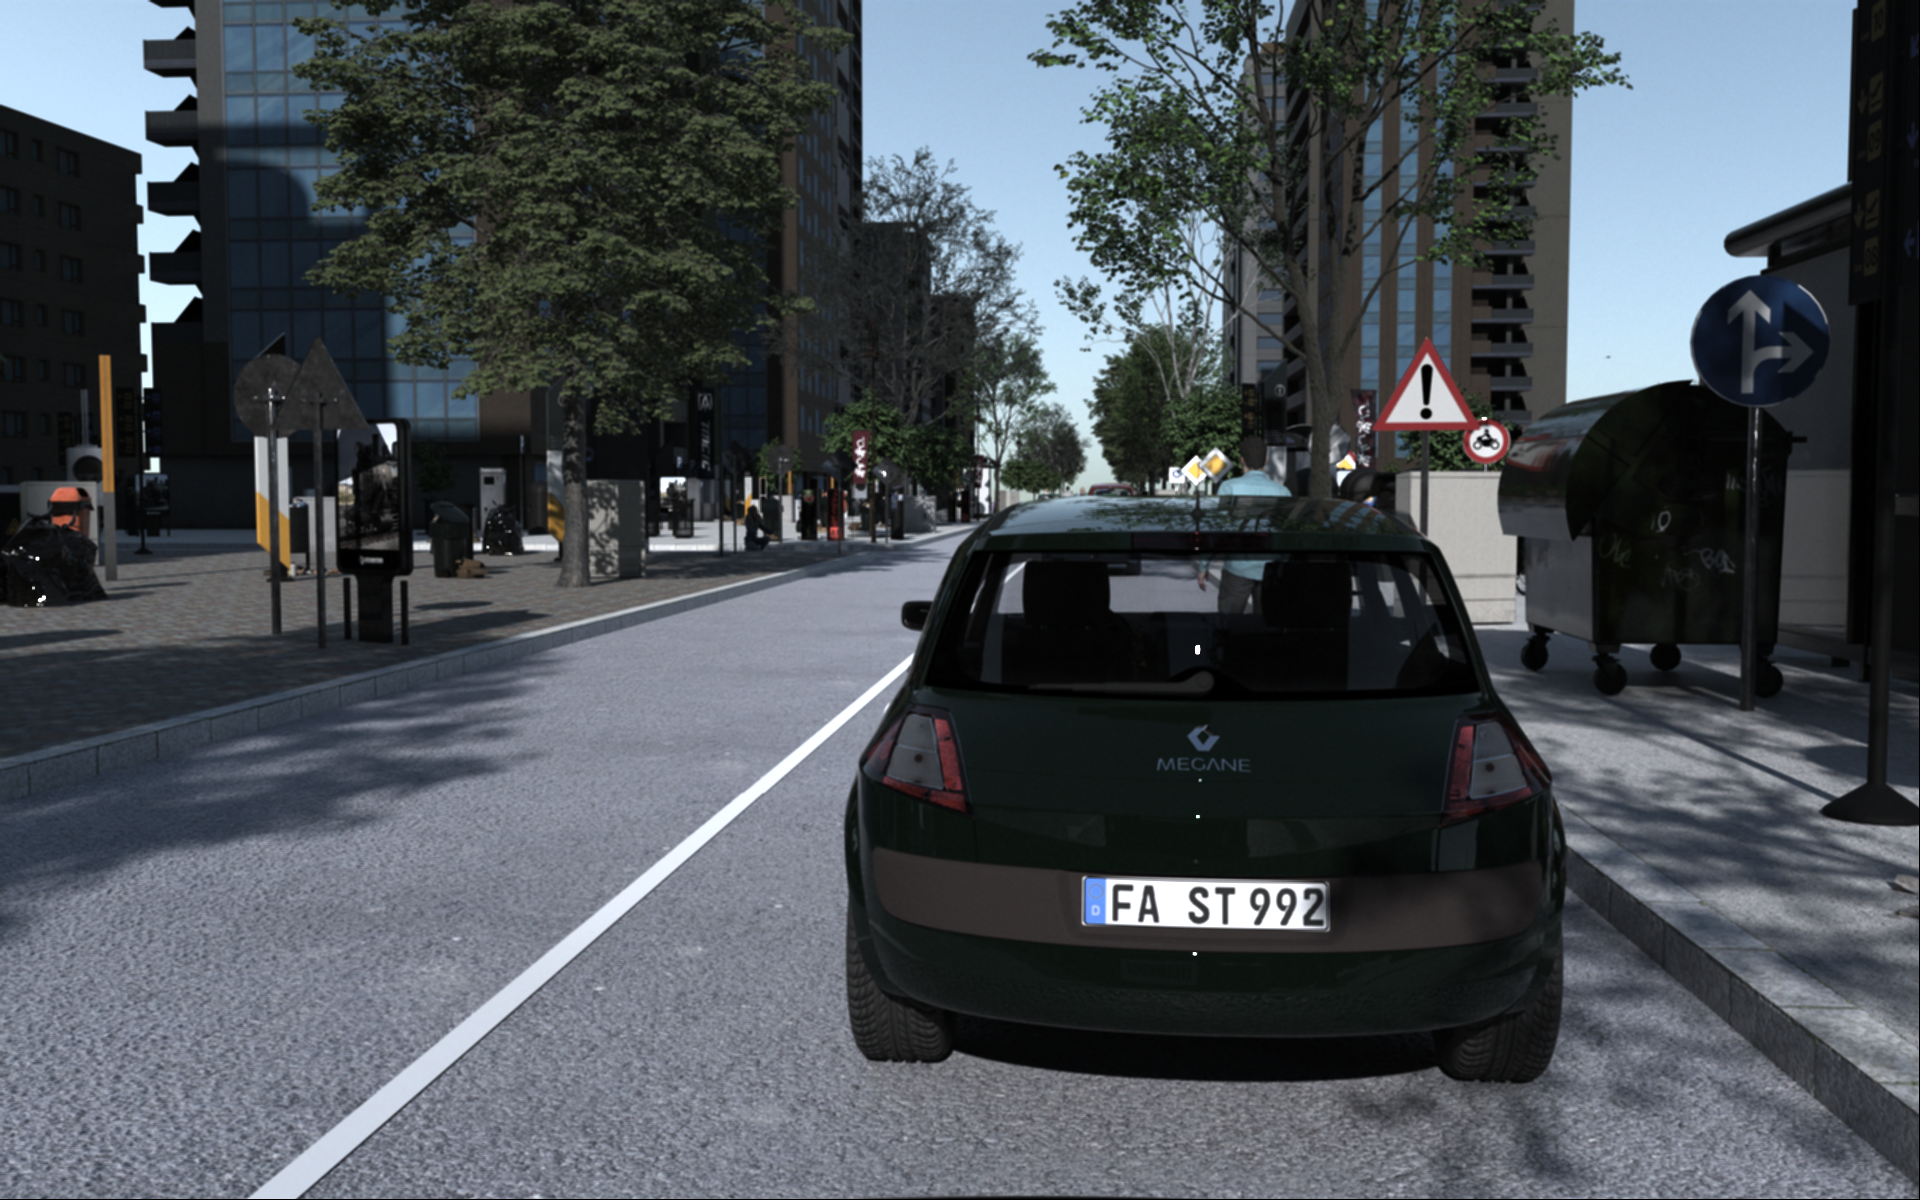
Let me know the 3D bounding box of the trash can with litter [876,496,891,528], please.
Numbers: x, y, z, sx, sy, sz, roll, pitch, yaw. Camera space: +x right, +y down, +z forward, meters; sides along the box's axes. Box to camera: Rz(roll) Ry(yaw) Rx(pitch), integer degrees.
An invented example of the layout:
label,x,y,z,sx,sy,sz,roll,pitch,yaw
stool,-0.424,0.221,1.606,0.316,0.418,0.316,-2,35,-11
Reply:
label,x,y,z,sx,sy,sz,roll,pitch,yaw
trash can with litter,-3.011,-3.423,67.030,1.678,1.210,2.233,0,4,7

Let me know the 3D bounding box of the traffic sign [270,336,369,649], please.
label,x,y,z,sx,sy,sz,roll,pitch,yaw
traffic sign,-5.298,-0.875,14.315,0.884,2.594,0.081,1,4,10

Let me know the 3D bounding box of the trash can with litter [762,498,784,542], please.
label,x,y,z,sx,sy,sz,roll,pitch,yaw
trash can with litter,-5.049,-2.177,46.975,0.624,1.170,1.055,-1,4,-10

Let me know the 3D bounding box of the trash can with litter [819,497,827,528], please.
label,x,y,z,sx,sy,sz,roll,pitch,yaw
trash can with litter,-4.947,-3.325,65.758,0.624,1.170,1.055,-2,4,-25

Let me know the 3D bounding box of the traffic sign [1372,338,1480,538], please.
label,x,y,z,sx,sy,sz,roll,pitch,yaw
traffic sign,3.907,-0.891,14.574,0.884,2.594,0.081,0,4,6

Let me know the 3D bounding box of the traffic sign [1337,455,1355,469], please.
label,x,y,z,sx,sy,sz,roll,pitch,yaw
traffic sign,10.786,-2.899,48.579,0.795,2.450,0.064,1,4,10

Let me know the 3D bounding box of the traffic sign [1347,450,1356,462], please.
label,x,y,z,sx,sy,sz,roll,pitch,yaw
traffic sign,10.835,-2.990,48.991,0.768,2.556,0.104,1,4,9

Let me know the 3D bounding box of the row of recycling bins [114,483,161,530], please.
label,x,y,z,sx,sy,sz,roll,pitch,yaw
row of recycling bins,-30.113,-3.488,64.136,1.069,1.692,3.534,1,4,18

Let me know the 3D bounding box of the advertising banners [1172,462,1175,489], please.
label,x,y,z,sx,sy,sz,roll,pitch,yaw
advertising banners,11.458,-6.064,95.336,0.090,3.025,2.074,-1,4,-15

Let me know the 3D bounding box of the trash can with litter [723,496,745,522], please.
label,x,y,z,sx,sy,sz,roll,pitch,yaw
trash can with litter,-10.638,-4.250,80.874,1.055,1.170,0.624,-2,4,-32

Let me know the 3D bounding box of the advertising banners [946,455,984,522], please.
label,x,y,z,sx,sy,sz,roll,pitch,yaw
advertising banners,0.225,-5.024,78.331,2.074,3.025,0.090,3,4,36

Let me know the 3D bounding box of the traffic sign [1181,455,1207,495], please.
label,x,y,z,sx,sy,sz,roll,pitch,yaw
traffic sign,6.054,-2.495,44.436,0.795,2.450,0.064,0,4,5

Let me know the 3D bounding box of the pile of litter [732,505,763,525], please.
label,x,y,z,sx,sy,sz,roll,pitch,yaw
pile of litter,-8.858,-3.543,71.890,1.176,0.858,1.719,3,4,37

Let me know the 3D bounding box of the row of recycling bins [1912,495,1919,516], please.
label,x,y,z,sx,sy,sz,roll,pitch,yaw
row of recycling bins,13.851,-0.985,23.222,1.069,1.692,3.534,0,4,6

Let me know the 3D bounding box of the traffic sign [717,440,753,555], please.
label,x,y,z,sx,sy,sz,roll,pitch,yaw
traffic sign,-4.765,-2.170,36.663,0.795,2.450,0.064,1,4,14

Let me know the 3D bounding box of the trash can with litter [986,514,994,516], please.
label,x,y,z,sx,sy,sz,roll,pitch,yaw
trash can with litter,1.567,-5.457,100.274,1.678,1.210,2.233,0,4,3

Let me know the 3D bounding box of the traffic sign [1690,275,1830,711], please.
label,x,y,z,sx,sy,sz,roll,pitch,yaw
traffic sign,4.665,-0.616,10.186,0.768,2.556,0.104,1,4,8

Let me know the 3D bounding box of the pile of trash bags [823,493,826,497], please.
label,x,y,z,sx,sy,sz,roll,pitch,yaw
pile of trash bags,-7.087,-5.448,98.825,1.912,1.369,3.447,1,4,10

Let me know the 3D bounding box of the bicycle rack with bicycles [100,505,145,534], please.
label,x,y,z,sx,sy,sz,roll,pitch,yaw
bicycle rack with bicycles,-27.725,-2.626,56.317,2.852,0.926,2.925,-1,4,-21

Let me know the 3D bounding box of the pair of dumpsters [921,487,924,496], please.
label,x,y,z,sx,sy,sz,roll,pitch,yaw
pair of dumpsters,-2.800,-5.289,88.963,1.574,2.255,4.437,0,4,5

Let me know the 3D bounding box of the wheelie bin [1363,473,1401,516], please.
label,x,y,z,sx,sy,sz,roll,pitch,yaw
wheelie bin,6.413,-1.073,25.449,0.980,1.594,0.693,-1,4,-11

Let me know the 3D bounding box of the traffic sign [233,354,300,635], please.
label,x,y,z,sx,sy,sz,roll,pitch,yaw
traffic sign,-6.255,-0.958,15.777,0.768,2.556,0.104,0,4,7

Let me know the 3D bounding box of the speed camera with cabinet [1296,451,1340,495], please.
label,x,y,z,sx,sy,sz,roll,pitch,yaw
speed camera with cabinet,7.802,-2.540,35.860,2.038,3.252,0.660,-3,5,-40

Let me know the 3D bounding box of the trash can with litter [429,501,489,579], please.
label,x,y,z,sx,sy,sz,roll,pitch,yaw
trash can with litter,-7.648,-0.929,26.578,1.055,1.170,0.624,2,4,35

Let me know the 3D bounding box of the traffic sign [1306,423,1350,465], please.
label,x,y,z,sx,sy,sz,roll,pitch,yaw
traffic sign,6.507,-1.869,30.671,0.768,2.556,0.104,0,4,7

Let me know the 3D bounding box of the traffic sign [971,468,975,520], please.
label,x,y,z,sx,sy,sz,roll,pitch,yaw
traffic sign,0.589,-5.258,86.081,0.768,2.556,0.104,0,4,5

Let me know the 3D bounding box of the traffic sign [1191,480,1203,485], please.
label,x,y,z,sx,sy,sz,roll,pitch,yaw
traffic sign,13.060,-5.845,95.679,0.768,2.556,0.104,0,4,8

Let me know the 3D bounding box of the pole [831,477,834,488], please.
label,x,y,z,sx,sy,sz,roll,pitch,yaw
pole,-6.650,-5.897,90.255,0.158,3.312,0.155,0,3,0

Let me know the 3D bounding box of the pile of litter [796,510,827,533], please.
label,x,y,z,sx,sy,sz,roll,pitch,yaw
pile of litter,-4.942,-2.706,58.201,1.176,0.858,1.719,1,4,21

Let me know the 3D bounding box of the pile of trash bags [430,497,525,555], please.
label,x,y,z,sx,sy,sz,roll,pitch,yaw
pile of trash bags,-10.927,-1.650,36.729,3.447,1.369,1.912,0,4,-5

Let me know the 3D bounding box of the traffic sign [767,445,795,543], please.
label,x,y,z,sx,sy,sz,roll,pitch,yaw
traffic sign,-4.661,-2.742,44.933,0.768,2.556,0.104,1,4,15

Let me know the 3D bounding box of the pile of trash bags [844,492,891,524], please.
label,x,y,z,sx,sy,sz,roll,pitch,yaw
pile of trash bags,-3.771,-3.994,75.047,3.447,1.369,1.912,1,4,9

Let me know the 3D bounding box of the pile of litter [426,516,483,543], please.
label,x,y,z,sx,sy,sz,roll,pitch,yaw
pile of litter,-13.276,-1.958,45.978,1.719,0.858,1.176,1,4,17

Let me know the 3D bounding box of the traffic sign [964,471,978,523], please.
label,x,y,z,sx,sy,sz,roll,pitch,yaw
traffic sign,0.439,-4.643,77.101,0.795,2.450,0.064,0,4,7

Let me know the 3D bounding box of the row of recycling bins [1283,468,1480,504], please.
label,x,y,z,sx,sy,sz,roll,pitch,yaw
row of recycling bins,6.818,-1.239,27.367,3.534,1.692,1.069,-1,4,-13

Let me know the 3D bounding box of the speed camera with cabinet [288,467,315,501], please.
label,x,y,z,sx,sy,sz,roll,pitch,yaw
speed camera with cabinet,-21.309,-3.781,56.156,2.038,3.252,0.660,-2,4,-27

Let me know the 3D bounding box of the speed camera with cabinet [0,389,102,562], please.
label,x,y,z,sx,sy,sz,roll,pitch,yaw
speed camera with cabinet,-17.010,-2.319,32.254,2.038,3.252,0.660,-2,4,-32

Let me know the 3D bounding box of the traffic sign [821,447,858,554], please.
label,x,y,z,sx,sy,sz,roll,pitch,yaw
traffic sign,-2.585,-2.051,37.173,0.795,2.450,0.064,0,4,5

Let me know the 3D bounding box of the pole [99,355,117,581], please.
label,x,y,z,sx,sy,sz,roll,pitch,yaw
pole,-12.556,-1.938,25.526,0.158,3.312,0.155,0,3,0

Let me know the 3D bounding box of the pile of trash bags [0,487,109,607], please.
label,x,y,z,sx,sy,sz,roll,pitch,yaw
pile of trash bags,-11.296,-0.685,20.955,1.912,1.369,3.447,0,4,-8

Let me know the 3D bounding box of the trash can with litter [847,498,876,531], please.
label,x,y,z,sx,sy,sz,roll,pitch,yaw
trash can with litter,-3.439,-2.982,60.147,1.055,1.170,0.624,2,4,29

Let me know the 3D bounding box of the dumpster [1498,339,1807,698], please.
label,x,y,z,sx,sy,sz,roll,pitch,yaw
dumpster,4.615,-0.564,11.716,1.502,2.255,1.985,0,4,5

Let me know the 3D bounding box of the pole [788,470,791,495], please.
label,x,y,z,sx,sy,sz,roll,pitch,yaw
pole,-9.201,-6.095,93.499,0.158,3.312,0.155,0,3,0

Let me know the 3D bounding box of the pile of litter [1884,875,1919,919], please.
label,x,y,z,sx,sy,sz,roll,pitch,yaw
pile of litter,3.744,0.533,5.248,1.719,0.858,1.176,2,4,23

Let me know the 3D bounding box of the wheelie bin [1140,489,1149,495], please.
label,x,y,z,sx,sy,sz,roll,pitch,yaw
wheelie bin,11.992,-6.434,113.103,0.693,1.594,0.980,0,4,1

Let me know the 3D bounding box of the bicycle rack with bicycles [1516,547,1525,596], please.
label,x,y,z,sx,sy,sz,roll,pitch,yaw
bicycle rack with bicycles,6.923,-0.482,21.256,2.852,0.926,2.925,0,4,-7

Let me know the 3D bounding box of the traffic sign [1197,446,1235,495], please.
label,x,y,z,sx,sy,sz,roll,pitch,yaw
traffic sign,5.379,-2.008,36.479,0.795,2.450,0.064,0,4,5

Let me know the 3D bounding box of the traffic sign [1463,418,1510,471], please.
label,x,y,z,sx,sy,sz,roll,pitch,yaw
traffic sign,8.837,-1.776,29.149,0.768,2.556,0.104,1,4,11

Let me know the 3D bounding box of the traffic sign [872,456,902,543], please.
label,x,y,z,sx,sy,sz,roll,pitch,yaw
traffic sign,-1.910,-2.537,45.129,0.795,2.450,0.064,0,4,5

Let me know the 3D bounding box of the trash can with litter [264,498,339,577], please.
label,x,y,z,sx,sy,sz,roll,pitch,yaw
trash can with litter,-10.298,-1.025,27.821,1.678,1.210,2.233,2,4,25

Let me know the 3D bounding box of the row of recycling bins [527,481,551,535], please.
label,x,y,z,sx,sy,sz,roll,pitch,yaw
row of recycling bins,-11.996,-2.949,55.336,3.534,1.692,1.069,-1,4,-21

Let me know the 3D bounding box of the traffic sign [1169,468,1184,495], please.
label,x,y,z,sx,sy,sz,roll,pitch,yaw
traffic sign,8.333,-3.942,66.586,0.606,2.300,0.079,1,4,11

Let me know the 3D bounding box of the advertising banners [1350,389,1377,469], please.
label,x,y,z,sx,sy,sz,roll,pitch,yaw
advertising banners,7.456,-2.029,29.359,2.074,3.025,0.090,-1,4,-23

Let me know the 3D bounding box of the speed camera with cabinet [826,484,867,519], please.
label,x,y,z,sx,sy,sz,roll,pitch,yaw
speed camera with cabinet,-5.821,-5.785,88.922,2.038,3.252,0.660,-1,4,-22

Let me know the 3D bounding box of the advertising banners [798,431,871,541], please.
label,x,y,z,sx,sy,sz,roll,pitch,yaw
advertising banners,-3.447,-3.139,47.512,2.074,3.025,0.090,1,4,12
